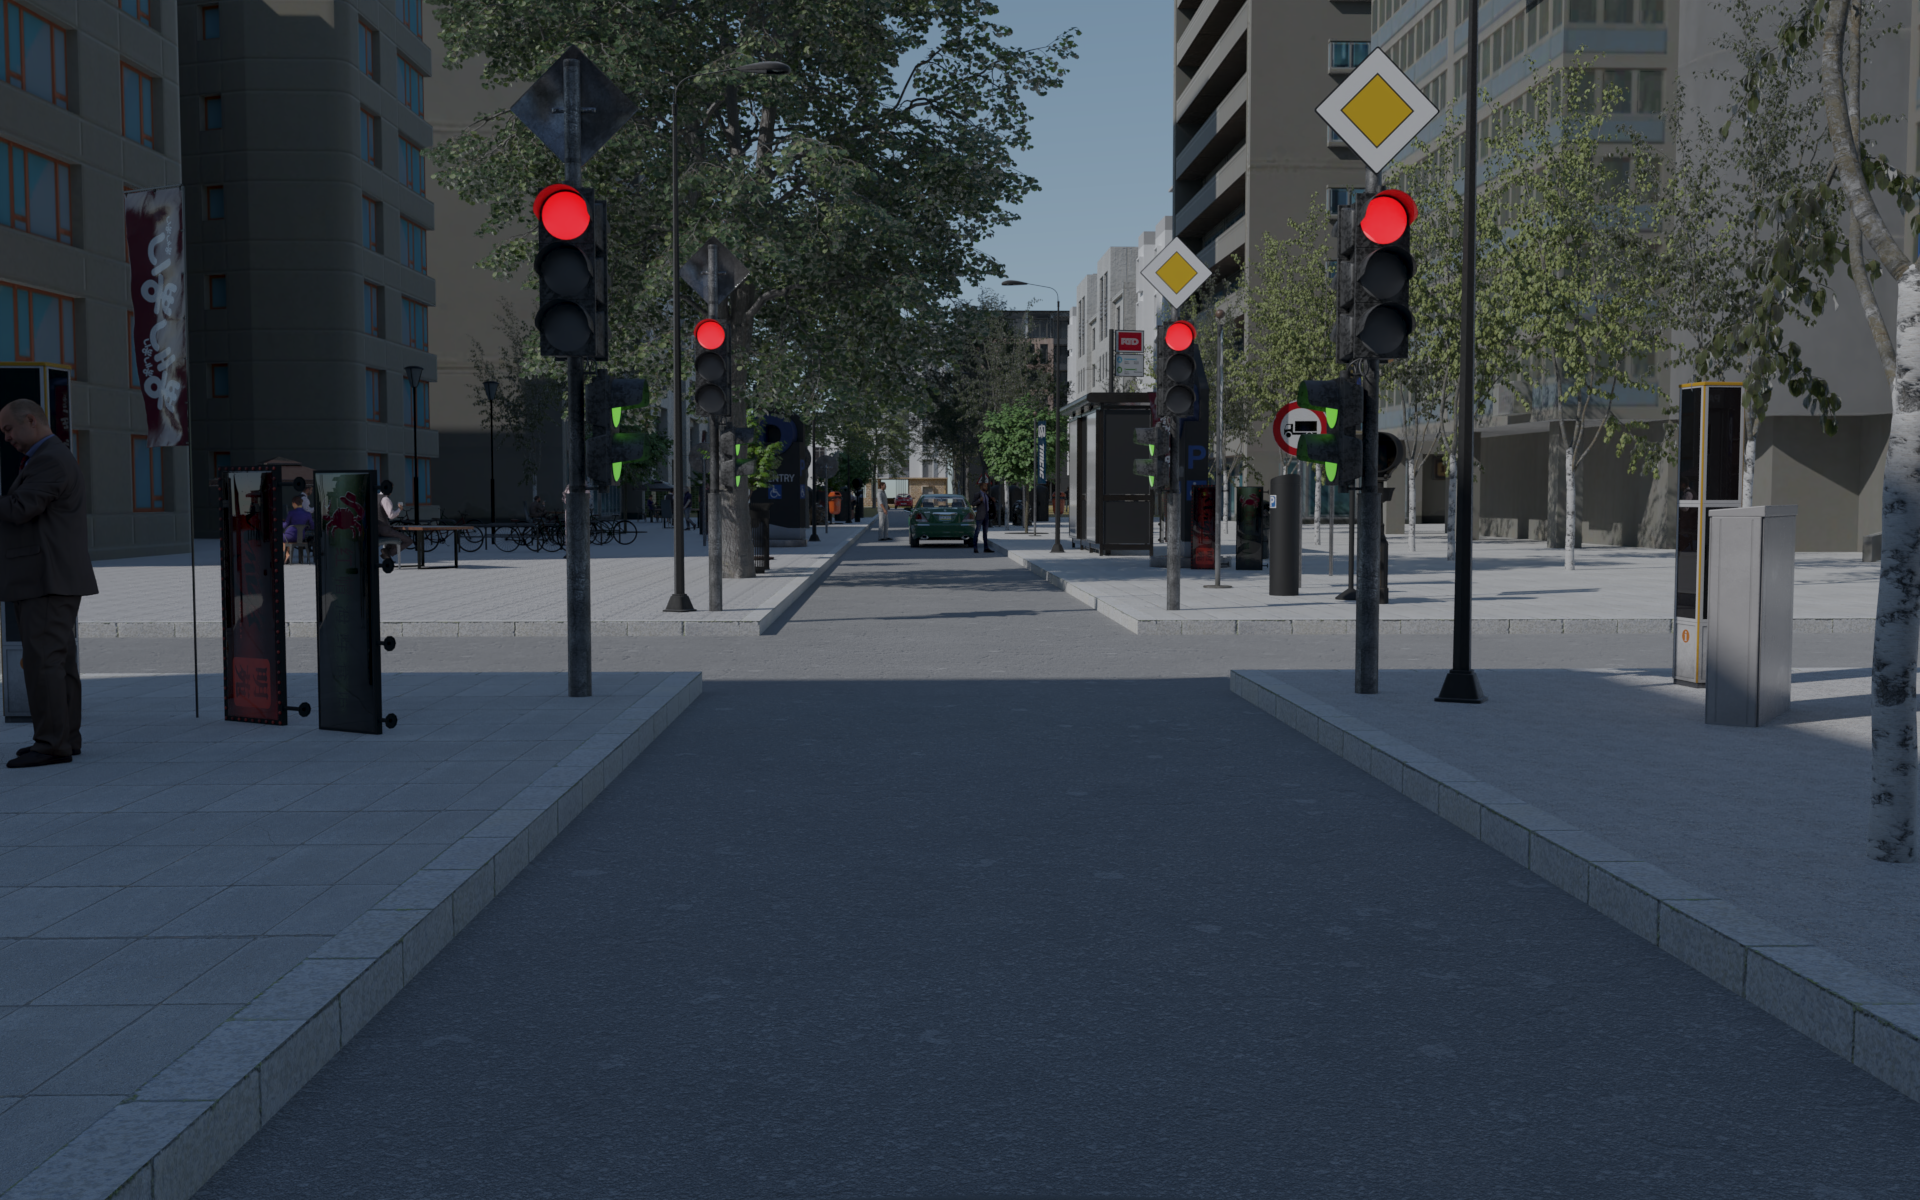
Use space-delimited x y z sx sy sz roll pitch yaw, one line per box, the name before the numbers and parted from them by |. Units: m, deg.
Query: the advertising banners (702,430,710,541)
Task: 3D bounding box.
advertising banners | -6.756 -3.091 46.731 0.090 3.025 2.074 -1 4 -18

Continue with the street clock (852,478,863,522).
street clock | -4.681 -4.555 79.041 0.471 2.002 0.358 3 4 37

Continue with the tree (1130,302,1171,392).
tree | 8.187 -6.807 61.653 4.737 8.622 4.395 0 3 0

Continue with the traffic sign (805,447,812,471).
traffic sign | -4.131 -2.668 43.723 0.768 2.556 0.104 0 4 2

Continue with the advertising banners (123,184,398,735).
advertising banners | -3.922 -0.820 9.599 2.074 3.025 0.090 2 4 29

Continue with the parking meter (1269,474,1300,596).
parking meter | 4.104 -0.825 21.897 0.372 1.533 0.369 0 3 0

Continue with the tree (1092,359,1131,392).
tree | 8.518 -8.535 89.911 4.360 8.622 3.978 0 3 0

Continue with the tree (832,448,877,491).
tree | -6.950 -7.703 109.655 4.285 4.588 4.351 0 3 0

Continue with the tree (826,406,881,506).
tree | -7.952 -10.905 128.664 4.737 8.622 4.395 0 3 0

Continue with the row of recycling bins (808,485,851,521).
row of recycling bins | -6.950 -4.604 82.393 3.534 1.692 1.069 0 4 -3

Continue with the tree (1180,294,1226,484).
tree | 9.076 -5.980 48.138 4.737 8.622 4.395 0 3 0

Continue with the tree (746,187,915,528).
tree | -5.444 -8.966 64.722 7.486 12.596 7.792 0 3 0

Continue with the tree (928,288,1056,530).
tree | 1.596 -6.772 61.091 4.360 8.622 3.978 0 3 0

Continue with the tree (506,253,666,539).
tree | -10.459 -6.039 49.100 4.360 8.622 3.978 0 3 0

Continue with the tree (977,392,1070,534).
tree | 2.098 -4.410 55.811 4.285 4.588 4.351 0 3 0

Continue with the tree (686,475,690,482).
tree | -11.078 -4.942 75.396 1.663 3.219 1.824 0 3 0

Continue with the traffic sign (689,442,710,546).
traffic sign | -6.300 -2.602 42.642 0.768 2.556 0.104 0 4 1

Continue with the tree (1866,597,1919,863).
tree | 3.507 -3.397 5.910 4.360 8.622 3.978 0 3 0

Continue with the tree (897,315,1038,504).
tree | 0.460 -12.527 115.191 12.009 13.543 11.850 0 3 0

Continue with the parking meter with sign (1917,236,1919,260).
parking meter with sign | 5.952 -0.828 9.801 0.543 3.016 1.738 3 5 45

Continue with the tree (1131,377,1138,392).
tree | 9.770 -7.243 68.785 4.360 8.622 3.978 0 3 0

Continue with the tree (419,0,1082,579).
tree | -3.358 -7.311 26.198 9.857 13.997 8.962 0 3 0

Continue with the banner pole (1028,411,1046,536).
banner pole | 2.388 -3.811 52.330 0.401 3.779 0.863 -2 4 -28

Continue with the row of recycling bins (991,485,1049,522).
row of recycling bins | 2.786 -4.497 80.640 3.534 1.692 1.069 -3 5 -41

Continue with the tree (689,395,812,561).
tree | -4.069 -2.391 33.699 1.663 3.219 1.824 0 3 0

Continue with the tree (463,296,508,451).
tree | -15.733 -6.886 62.942 4.360 8.622 3.978 0 3 0

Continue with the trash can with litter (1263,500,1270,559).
trash can with litter | 5.812 -1.407 34.385 0.624 1.170 1.055 0 4 -6

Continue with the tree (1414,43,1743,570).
tree | 10.313 -4.793 28.724 4.737 8.622 4.395 0 3 0

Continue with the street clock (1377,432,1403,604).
street clock | 4.895 -0.956 20.198 0.471 2.002 0.358 2 4 30

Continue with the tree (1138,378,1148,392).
tree | 8.719 -6.412 55.201 4.360 8.622 3.978 0 3 0

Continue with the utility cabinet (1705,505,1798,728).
utility cabinet | 4.550 0.073 9.970 0.306 1.237 1.020 2 4 35

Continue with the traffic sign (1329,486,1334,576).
traffic sign | 5.798 -1.652 27.007 0.884 2.594 0.081 0 4 6

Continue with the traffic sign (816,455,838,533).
traffic sign | -4.366 -3.455 56.589 0.768 2.556 0.104 0 4 0

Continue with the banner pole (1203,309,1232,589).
banner pole | 3.506 -2.039 23.352 0.401 3.779 0.863 0 4 5

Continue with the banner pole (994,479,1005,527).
banner pole | 1.579 -4.726 67.282 0.401 3.779 0.863 1 4 11

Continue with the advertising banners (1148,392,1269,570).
advertising banners | 4.190 -2.027 29.334 2.074 3.025 0.090 1 4 20

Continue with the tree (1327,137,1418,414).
tree | 9.719 -5.065 33.181 4.737 8.622 4.395 0 3 0

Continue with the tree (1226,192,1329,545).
tree | 9.204 -5.678 43.202 4.737 8.622 4.395 0 3 0

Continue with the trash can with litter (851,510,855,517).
trash can with litter | -5.731 -4.900 91.496 1.055 1.170 0.624 3 4 37

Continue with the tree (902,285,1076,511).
tree | 1.783 -8.735 77.235 8.767 10.594 7.601 -2 4 -33

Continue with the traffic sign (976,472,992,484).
traffic sign | 1.308 -5.760 94.174 0.884 2.594 0.081 0 4 -1

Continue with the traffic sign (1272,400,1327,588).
traffic sign | 4.624 -1.436 23.578 0.768 2.556 0.104 0 4 6

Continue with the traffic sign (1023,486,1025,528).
traffic sign | 2.403 -3.971 65.035 0.768 2.556 0.104 0 4 1

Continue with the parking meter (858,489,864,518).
parking meter | -5.432 -5.260 94.416 0.372 1.533 0.369 0 3 0

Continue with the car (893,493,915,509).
car | -5.447 -9.724 168.022 2.155 1.783 4.494 0 4 -2

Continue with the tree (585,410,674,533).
tree | -11.095 -4.511 57.470 4.285 4.588 4.351 0 3 0

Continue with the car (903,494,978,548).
car | -0.490 -2.205 47.845 2.131 1.459 4.920 0 4 -2

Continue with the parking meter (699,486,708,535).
parking meter | -8.069 -2.839 54.830 0.372 1.533 0.369 0 3 0
